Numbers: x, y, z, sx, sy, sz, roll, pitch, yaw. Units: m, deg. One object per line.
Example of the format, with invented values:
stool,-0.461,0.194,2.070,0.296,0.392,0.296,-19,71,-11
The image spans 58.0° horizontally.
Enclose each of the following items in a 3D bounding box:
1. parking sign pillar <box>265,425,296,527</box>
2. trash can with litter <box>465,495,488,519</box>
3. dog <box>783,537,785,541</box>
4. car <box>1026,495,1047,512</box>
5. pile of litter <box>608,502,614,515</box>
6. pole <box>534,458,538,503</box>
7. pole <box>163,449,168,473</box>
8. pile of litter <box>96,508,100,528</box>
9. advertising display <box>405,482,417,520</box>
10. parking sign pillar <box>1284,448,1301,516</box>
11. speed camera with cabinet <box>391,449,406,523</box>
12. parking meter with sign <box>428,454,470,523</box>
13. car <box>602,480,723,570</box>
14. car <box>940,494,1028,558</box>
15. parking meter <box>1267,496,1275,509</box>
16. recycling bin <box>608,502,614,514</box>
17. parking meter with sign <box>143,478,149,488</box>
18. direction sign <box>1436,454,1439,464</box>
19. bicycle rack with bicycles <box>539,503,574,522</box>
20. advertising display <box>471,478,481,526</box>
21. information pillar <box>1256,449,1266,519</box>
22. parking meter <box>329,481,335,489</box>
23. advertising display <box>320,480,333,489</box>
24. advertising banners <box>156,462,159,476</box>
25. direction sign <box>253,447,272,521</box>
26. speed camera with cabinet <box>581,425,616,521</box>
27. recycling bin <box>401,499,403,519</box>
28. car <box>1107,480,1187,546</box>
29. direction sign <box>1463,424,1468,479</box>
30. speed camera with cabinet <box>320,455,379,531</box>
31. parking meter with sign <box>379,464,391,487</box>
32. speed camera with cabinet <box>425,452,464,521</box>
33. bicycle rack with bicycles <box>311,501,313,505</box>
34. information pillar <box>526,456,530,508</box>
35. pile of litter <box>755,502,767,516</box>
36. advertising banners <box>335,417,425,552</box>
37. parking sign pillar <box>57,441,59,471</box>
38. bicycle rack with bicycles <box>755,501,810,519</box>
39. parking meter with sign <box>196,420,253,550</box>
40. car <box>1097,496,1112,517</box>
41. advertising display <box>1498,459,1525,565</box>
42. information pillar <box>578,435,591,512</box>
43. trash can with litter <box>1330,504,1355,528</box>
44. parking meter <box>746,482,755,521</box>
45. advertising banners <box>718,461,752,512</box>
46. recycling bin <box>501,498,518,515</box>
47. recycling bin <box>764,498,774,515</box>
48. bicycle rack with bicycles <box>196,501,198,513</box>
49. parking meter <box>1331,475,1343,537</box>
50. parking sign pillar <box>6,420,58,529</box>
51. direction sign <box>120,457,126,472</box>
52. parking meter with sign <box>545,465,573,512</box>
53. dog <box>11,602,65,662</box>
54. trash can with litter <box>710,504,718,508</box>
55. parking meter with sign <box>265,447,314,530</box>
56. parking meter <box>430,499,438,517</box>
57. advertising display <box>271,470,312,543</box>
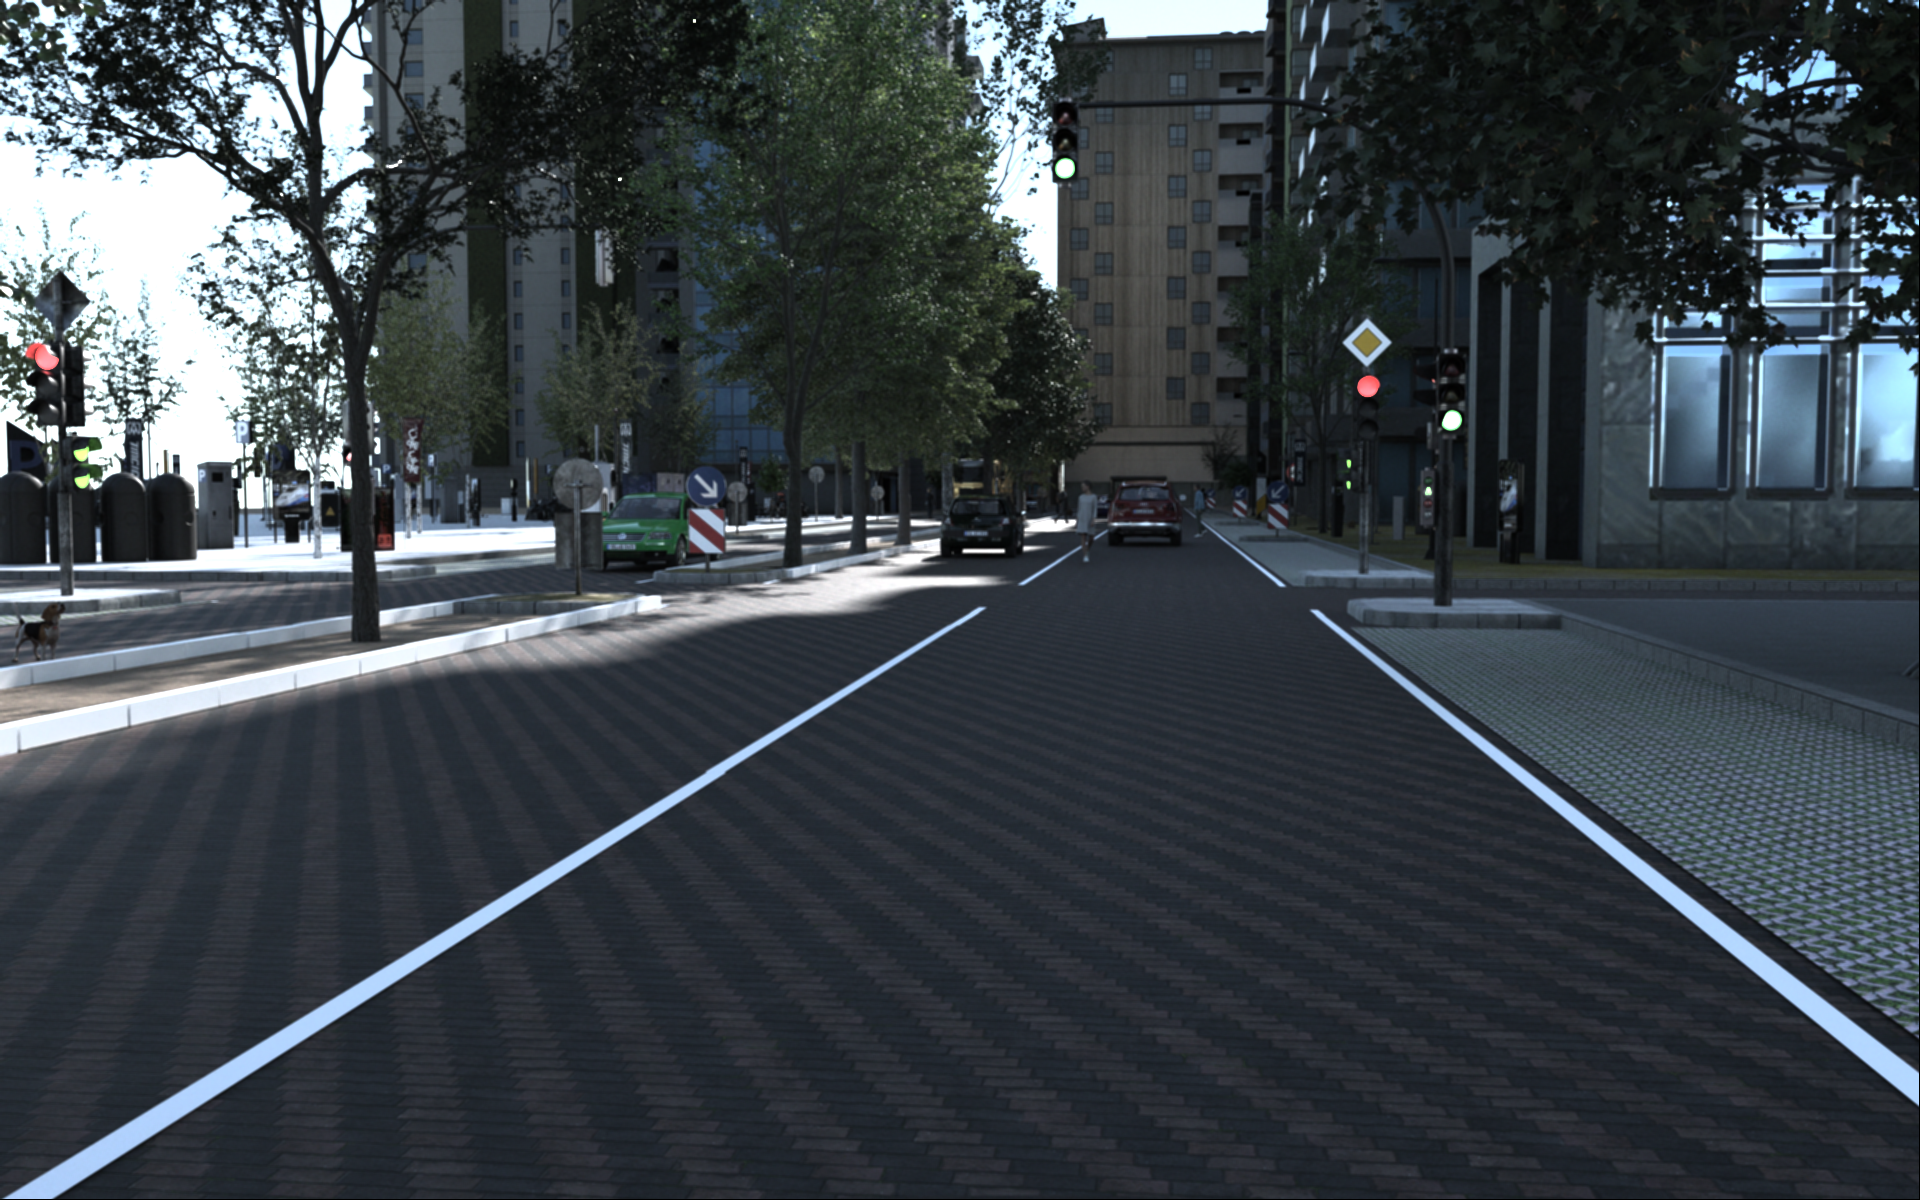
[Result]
parking sign pillar,-26.184,-4.808,67.089,1.447,3.967,1.447,-3,5,-43
trash can with litter,-26.807,-5.222,96.442,1.678,1.210,2.233,1,4,9
dog,-5.133,-2.004,52.952,0.550,0.427,0.748,0,4,0
car,6.024,-7.744,139.198,1.945,1.354,3.894,0,4,7
pile of litter,-19.221,-4.978,95.354,1.719,0.858,1.176,-1,4,-14
pole,-24.263,-6.436,99.074,0.158,3.312,0.155,0,3,0
pole,-35.928,-5.170,78.379,0.158,3.312,0.155,0,3,0
pile of litter,-32.042,-3.150,65.471,1.176,0.858,1.719,-1,4,-22
advertising display,-27.181,-4.914,85.555,0.123,1.923,0.974,1,4,18
parking sign pillar,19.161,-6.873,100.844,1.447,3.967,1.447,1,4,17
speed camera with cabinet,-25.261,-5.077,77.348,0.660,3.252,2.038,-2,4,-34
parking meter with sign,-22.434,-4.883,76.094,0.543,3.016,1.738,3,5,43
car,-5.893,-1.527,33.765,1.959,1.807,4.718,0,4,7
car,0.551,-1.875,40.436,2.009,1.686,4.222,0,4,6
parking meter,15.156,-4.644,84.332,0.372,1.533,0.369,0,3,0
recycling bin,-20.294,-5.344,99.927,0.722,1.027,0.722,1,4,16
parking meter with sign,-39.252,-5.343,83.612,1.738,3.016,0.543,-2,4,-23
direction sign,15.607,-3.940,56.419,0.379,3.537,0.876,-1,4,-14
bicycle rack with bicycles,-18.032,-4.097,80.366,2.925,0.926,2.852,-1,4,-21
advertising display,-19.334,-3.913,69.198,0.123,1.923,0.974,-2,4,-30
information pillar,15.442,-5.961,88.814,0.504,3.616,0.183,0,4,6
parking meter,-28.041,-4.383,77.380,0.255,1.863,0.399,-1,4,-17
advertising display,-30.140,-4.706,82.160,0.974,1.923,0.123,0,4,-6
advertising banners,-43.415,-5.936,93.236,0.090,3.025,2.074,0,4,-6
direction sign,-33.652,-5.604,83.626,0.876,3.537,0.379,0,4,4
speed camera with cabinet,-10.162,-3.326,48.716,0.660,3.252,2.038,0,4,1
recycling bin,-28.738,-4.606,87.865,0.722,1.027,0.722,-3,4,-37
car,5.325,-2.499,49.525,2.281,1.827,5.304,0,4,8
direction sign,16.569,-3.941,56.435,0.379,3.537,0.876,3,4,37
speed camera with cabinet,-21.503,-4.066,60.821,2.038,3.252,0.660,-1,4,-10
parking meter with sign,-33.740,-6.433,101.447,0.543,3.016,1.738,-2,4,-29
speed camera with cabinet,-24.605,-5.399,82.608,0.660,3.252,2.038,2,4,26
bicycle rack with bicycles,-33.234,-4.745,90.966,2.925,0.926,2.852,1,4,11
information pillar,-26.836,-7.114,107.669,0.183,3.616,0.504,-2,4,-28
pile of litter,-12.067,-5.343,101.316,1.719,0.858,1.176,1,4,9
advertising banners,-13.060,-2.625,39.102,2.074,3.025,0.090,-3,5,-39
parking sign pillar,-42.812,-5.788,83.111,1.447,3.967,1.447,-3,5,-42
bicycle rack with bicycles,-9.507,-4.628,89.051,2.925,0.926,2.852,1,4,22
parking meter with sign,-17.425,-2.703,40.453,0.543,3.016,1.738,2,4,32
car,7.592,-4.892,92.558,1.945,1.354,3.894,0,4,8
advertising display,10.143,-1.633,31.908,0.123,1.923,0.974,0,4,-3
information pillar,-14.978,-4.755,69.094,0.504,3.616,0.183,0,4,-6
trash can with litter,14.453,-3.293,65.231,1.055,1.170,0.624,1,4,12
parking meter,-9.839,-4.629,81.388,0.399,1.863,0.255,-2,4,-28
advertising banners,-11.923,-5.828,91.467,2.074,3.025,0.090,1,4,16
recycling bin,-27.794,-5.769,106.880,0.722,1.027,0.722,2,4,30
recycling bin,-11.488,-5.663,105.150,0.722,1.027,0.722,-1,4,-12
bicycle rack with bicycles,-37.835,-4.452,86.173,2.852,0.926,2.925,-3,4,-36
parking meter,11.246,-2.809,51.638,0.255,1.863,0.399,0,4,-6
parking sign pillar,-33.852,-4.554,62.931,1.447,3.967,1.447,-3,4,-37
direction sign,-51.589,-7.026,106.870,0.876,3.537,0.379,3,5,41
parking meter with sign,-23.734,-6.518,102.828,1.738,3.016,0.543,2,4,26
dog,-7.863,0.276,14.782,0.540,0.507,0.406,-1,4,-10
trash can with litter,-9.041,-3.030,60.920,1.055,1.170,0.624,-1,4,-12
parking meter with sign,-23.828,-4.016,61.926,1.738,3.016,0.543,-2,4,-33
parking meter,-30.122,-5.709,99.055,0.399,1.863,0.255,0,4,2
advertising display,-17.614,-2.474,45.659,0.974,1.923,0.123,-1,4,-9
